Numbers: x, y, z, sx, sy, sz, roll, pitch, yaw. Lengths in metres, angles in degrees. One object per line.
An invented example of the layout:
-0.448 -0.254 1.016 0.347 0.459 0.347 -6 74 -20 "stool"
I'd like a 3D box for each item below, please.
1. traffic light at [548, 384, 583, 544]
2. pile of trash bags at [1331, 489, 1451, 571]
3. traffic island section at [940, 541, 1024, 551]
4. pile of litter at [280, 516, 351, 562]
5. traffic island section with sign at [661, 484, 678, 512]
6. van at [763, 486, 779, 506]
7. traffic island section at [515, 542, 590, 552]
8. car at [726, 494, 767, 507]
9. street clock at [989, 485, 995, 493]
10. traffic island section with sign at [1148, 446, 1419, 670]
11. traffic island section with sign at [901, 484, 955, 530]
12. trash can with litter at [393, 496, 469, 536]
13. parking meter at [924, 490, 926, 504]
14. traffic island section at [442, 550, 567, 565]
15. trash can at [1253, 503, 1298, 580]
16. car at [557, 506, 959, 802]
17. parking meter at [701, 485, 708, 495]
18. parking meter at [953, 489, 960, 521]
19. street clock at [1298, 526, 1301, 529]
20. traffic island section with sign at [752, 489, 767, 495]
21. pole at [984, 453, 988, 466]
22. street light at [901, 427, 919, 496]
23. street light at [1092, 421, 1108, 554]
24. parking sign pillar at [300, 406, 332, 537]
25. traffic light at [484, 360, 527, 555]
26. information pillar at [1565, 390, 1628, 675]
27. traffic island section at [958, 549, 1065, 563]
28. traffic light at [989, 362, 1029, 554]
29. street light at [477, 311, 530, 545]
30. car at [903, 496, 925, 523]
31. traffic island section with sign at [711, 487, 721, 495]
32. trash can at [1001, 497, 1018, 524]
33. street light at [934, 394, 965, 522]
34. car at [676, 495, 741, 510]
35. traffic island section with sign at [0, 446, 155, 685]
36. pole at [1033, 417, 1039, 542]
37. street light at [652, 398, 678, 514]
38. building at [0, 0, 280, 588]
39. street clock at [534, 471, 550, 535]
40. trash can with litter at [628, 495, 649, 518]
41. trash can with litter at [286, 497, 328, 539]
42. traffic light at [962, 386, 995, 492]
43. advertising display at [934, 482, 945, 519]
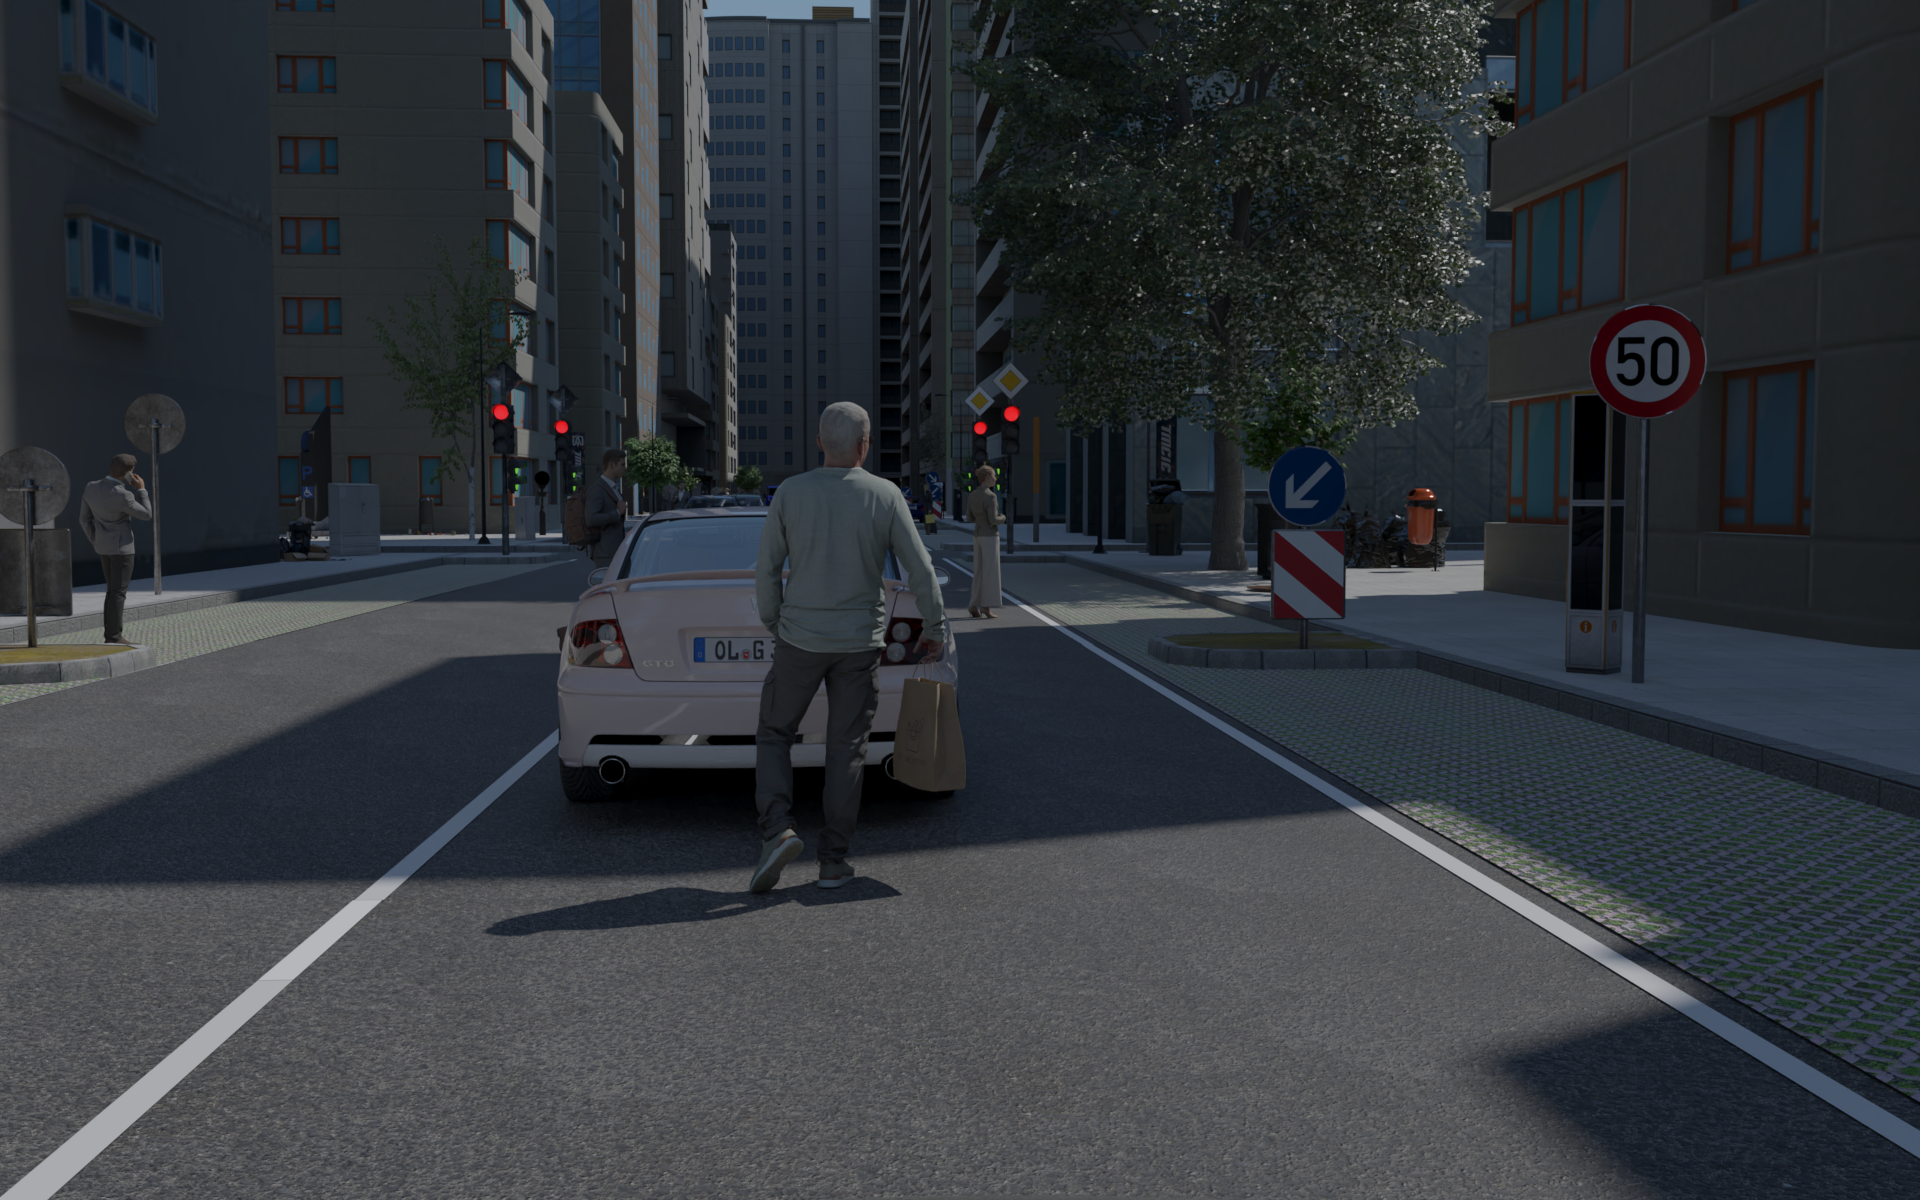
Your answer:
-10.097 -3.384 44.249 0.839 4.253 0.868 0 4 -4 "traffic light"
7.599 -1.247 30.147 1.912 1.369 3.447 0 4 -3 "pile of trash bags"
0.527 -1.398 45.137 2.009 0.180 2.903 0 4 -4 "traffic island section"
-12.601 -1.177 33.207 1.719 0.858 1.176 0 4 -7 "pile of litter"
-11.625 -3.728 69.589 1.989 1.847 2.006 0 4 -4 "traffic island section with sign"
-13.167 -7.447 126.144 2.240 2.365 5.245 0 4 -6 "van"
-10.138 -1.352 44.381 2.009 0.180 2.903 0 4 -4 "traffic island section"
-6.846 -2.604 54.367 2.131 1.459 4.920 0 4 -6 "car"
1.225 -4.087 71.390 0.471 2.002 0.358 1 4 11 "street clock"
2.694 -0.390 15.002 1.989 1.847 2.006 0 4 -4 "traffic island section with sign"
-1.218 -3.734 69.674 1.989 1.847 2.006 0 4 -4 "traffic island section with sign"
-16.345 -2.618 53.858 2.233 1.210 1.678 1 4 22 "trash can with litter"
-1.982 -5.833 101.080 0.255 1.863 0.399 0 4 1 "parking meter"
-9.568 -0.865 36.416 2.009 0.180 2.903 0 4 -4 "traffic island section"
4.779 -0.880 26.049 0.748 1.137 0.748 0 3 0 "trash can"
-1.049 0.175 9.504 2.083 1.381 4.827 0 4 -5 "car"
-16.983 -6.693 115.135 0.399 1.863 0.255 2 4 24 "parking meter"
-0.149 -4.591 83.474 0.372 1.533 0.369 0 3 0 "parking meter"
7.247 -1.960 36.611 0.471 2.002 0.358 0 4 3 "street clock"
-17.086 -8.396 145.904 1.989 1.847 2.006 0 4 -4 "traffic island section with sign"
1.292 -5.621 85.742 0.158 3.312 0.155 0 3 0 "pole"
-3.400 -8.999 119.669 1.470 5.913 1.316 0 4 -4 "street light"
2.477 -3.951 37.143 1.470 5.913 1.316 0 4 -4 "street light"
-19.536 -3.920 52.562 1.447 3.967 1.447 0 4 3 "parking sign pillar"
-9.527 -2.897 36.284 0.839 4.253 0.868 0 4 -4 "traffic light"
4.561 -0.484 12.411 0.304 2.012 0.304 3 5 44 "information pillar"
1.097 -0.911 37.172 2.009 0.180 2.903 0 4 -4 "traffic island section"
1.056 -2.944 37.055 0.839 4.253 0.868 0 4 -4 "traffic light"
-11.598 -4.373 44.033 1.470 5.913 1.316 0 4 -4 "street light"
-2.583 -4.499 86.146 1.945 1.354 3.894 0 4 -4 "car"
-13.581 -5.405 96.991 1.989 1.847 2.006 0 4 -4 "traffic island section with sign"
2.099 -3.782 73.490 0.748 1.137 0.748 0 3 0 "trash can"
-0.496 -6.586 80.217 1.470 5.913 1.316 0 4 -4 "street light"
-6.812 -2.190 47.804 2.014 1.417 4.499 0 4 -4 "car"
-7.624 -0.315 13.773 1.989 1.847 2.006 0 4 -4 "traffic island section with sign"
2.027 -3.190 45.993 0.158 3.312 0.155 0 3 0 "pole"
-14.305 -6.799 83.709 1.470 5.913 1.316 0 4 -4 "street light"
-22.495 -24.222 19.735 21.600 48.544 21.300 0 4 -4 "building"
-12.973 -3.010 53.784 0.471 2.002 0.358 -1 4 -19 "street clock"
-17.364 -5.048 93.594 2.233 1.210 1.678 0 4 -3 "trash can with litter"
-18.775 -2.322 49.030 1.678 1.210 2.233 -1 4 -22 "trash can with litter"
0.486 -3.431 45.020 0.839 4.253 0.868 0 4 -4 "traffic light"
-1.061 -5.176 89.840 0.123 1.923 0.974 -2 4 -30 "advertising display"
